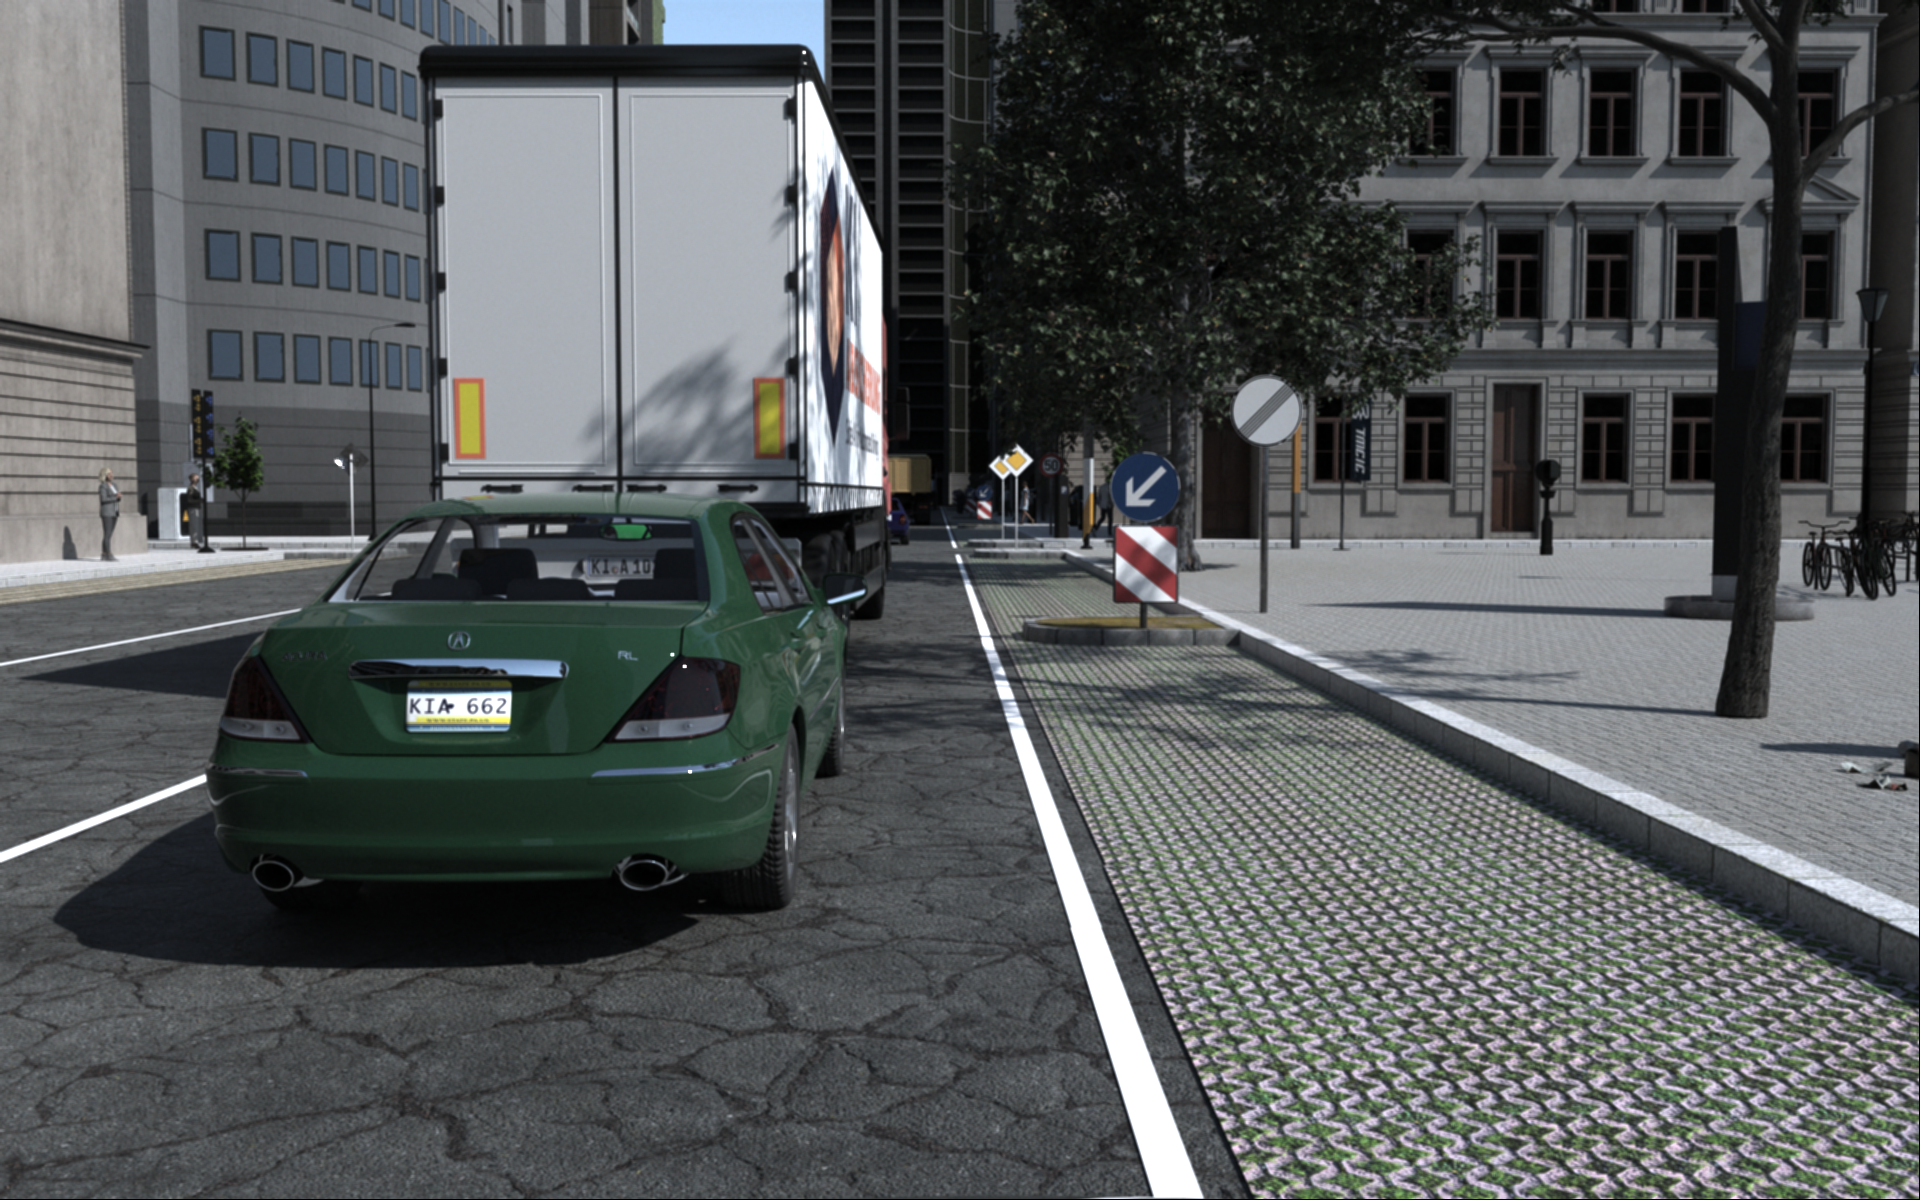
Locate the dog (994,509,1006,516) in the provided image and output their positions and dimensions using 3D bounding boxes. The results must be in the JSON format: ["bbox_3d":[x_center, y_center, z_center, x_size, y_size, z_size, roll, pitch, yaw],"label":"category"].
[{"bbox_3d":[2.412,-5.203,102.808,0.550,0.427,0.748,-2,4,-34],"label":"dog"}]

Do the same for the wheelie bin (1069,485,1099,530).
[{"bbox_3d":[4.502,-3.298,61.837,0.980,1.594,0.693,0,3,0],"label":"wheelie bin"}]

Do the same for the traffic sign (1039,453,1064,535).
[{"bbox_3d":[2.821,-3.276,53.662,0.768,2.556,0.104,0,4,1],"label":"traffic sign"}]

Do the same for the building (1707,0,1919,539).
[{"bbox_3d":[36.699,-13.316,53.869,21.152,22.565,11.583,0,4,-1],"label":"building"}]

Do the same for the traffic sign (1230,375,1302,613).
[{"bbox_3d":[3.283,-1.134,18.649,0.768,2.556,0.104,0,4,2],"label":"traffic sign"}]

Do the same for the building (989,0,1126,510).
[{"bbox_3d":[13.088,-37.273,151.417,21.231,58.520,28.212,0,4,-1],"label":"building"}]

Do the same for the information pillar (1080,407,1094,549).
[{"bbox_3d":[2.984,-2.995,40.320,0.183,3.616,0.504,-1,4,-16],"label":"information pillar"}]

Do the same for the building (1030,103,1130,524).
[{"bbox_3d":[8.691,-13.330,82.567,10.561,19.102,19.286,0,4,-1],"label":"building"}]

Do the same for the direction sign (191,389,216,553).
[{"bbox_3d":[-16.502,-2.802,37.816,0.379,3.537,0.876,0,4,3],"label":"direction sign"}]

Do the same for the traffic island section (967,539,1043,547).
[{"bbox_3d":[1.217,-1.543,47.502,2.009,0.180,2.903,0,4,-1],"label":"traffic island section"}]

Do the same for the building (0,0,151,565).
[{"bbox_3d":[-26.546,-10.237,32.003,19.286,19.102,10.561,0,4,-1],"label":"building"}]

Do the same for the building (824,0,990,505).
[{"bbox_3d":[-5.967,-47.544,215.597,20.611,71.187,20.563,0,4,-1],"label":"building"}]

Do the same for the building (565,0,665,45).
[{"bbox_3d":[-26.647,-26.057,109.632,14.154,41.232,14.086,0,4,-1],"label":"building"}]

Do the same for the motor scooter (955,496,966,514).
[{"bbox_3d":[0.050,-6.964,126.641,0.815,1.314,1.986,0,4,0],"label":"motor scooter"}]

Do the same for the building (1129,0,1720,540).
[{"bbox_3d":[15.555,-13.271,53.144,21.152,22.565,11.583,0,4,-1],"label":"building"}]

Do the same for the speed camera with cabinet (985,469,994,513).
[{"bbox_3d":[1.979,-7.492,116.835,0.660,3.252,2.038,0,4,2],"label":"speed camera with cabinet"}]

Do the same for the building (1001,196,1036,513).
[{"bbox_3d":[10.084,-17.653,107.695,14.314,24.678,30.058,0,4,-1],"label":"building"}]

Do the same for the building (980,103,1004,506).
[{"bbox_3d":[14.211,-34.344,181.137,23.786,49.044,30.456,0,4,-1],"label":"building"}]

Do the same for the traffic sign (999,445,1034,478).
[{"bbox_3d":[1.302,-2.278,39.435,0.795,2.593,0.064,0,4,-1],"label":"traffic sign"}]

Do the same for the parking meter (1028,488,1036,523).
[{"bbox_3d":[3.145,-4.115,75.696,0.372,1.533,0.369,0,3,0],"label":"parking meter"}]

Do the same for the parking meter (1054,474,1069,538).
[{"bbox_3d":[2.948,-2.722,50.215,0.399,1.863,0.255,-2,4,-35],"label":"parking meter"}]

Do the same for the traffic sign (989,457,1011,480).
[{"bbox_3d":[1.194,-2.766,47.419,0.795,2.593,0.064,0,4,-1],"label":"traffic sign"}]

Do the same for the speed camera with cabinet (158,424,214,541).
[{"bbox_3d":[-21.598,-3.302,48.319,0.660,3.252,2.038,0,4,4],"label":"speed camera with cabinet"}]

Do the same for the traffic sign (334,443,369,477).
[{"bbox_3d":[-13.791,-2.267,39.250,0.795,2.593,0.064,0,4,-1],"label":"traffic sign"}]

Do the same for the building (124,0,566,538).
[{"bbox_3d":[-27.831,-31.830,62.416,21.231,58.520,28.212,0,4,-1],"label":"building"}]

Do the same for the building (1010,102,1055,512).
[{"bbox_3d":[10.728,-21.983,131.119,14.160,30.474,14.107,0,4,-1],"label":"building"}]

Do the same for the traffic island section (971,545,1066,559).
[{"bbox_3d":[1.326,-1.054,39.518,2.009,0.180,2.903,0,4,-1],"label":"traffic island section"}]

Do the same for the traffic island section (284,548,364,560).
[{"bbox_3d":[-13.814,-1.042,39.317,2.009,0.180,2.903,0,4,-1],"label":"traffic island section"}]

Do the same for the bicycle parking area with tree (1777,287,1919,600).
[{"bbox_3d":[15.139,-2.227,23.422,8.231,4.147,9.016,2,4,28],"label":"bicycle parking area with tree"}]

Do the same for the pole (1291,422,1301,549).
[{"bbox_3d":[7.877,-2.859,40.583,0.158,3.312,0.155,0,3,0],"label":"pole"}]
